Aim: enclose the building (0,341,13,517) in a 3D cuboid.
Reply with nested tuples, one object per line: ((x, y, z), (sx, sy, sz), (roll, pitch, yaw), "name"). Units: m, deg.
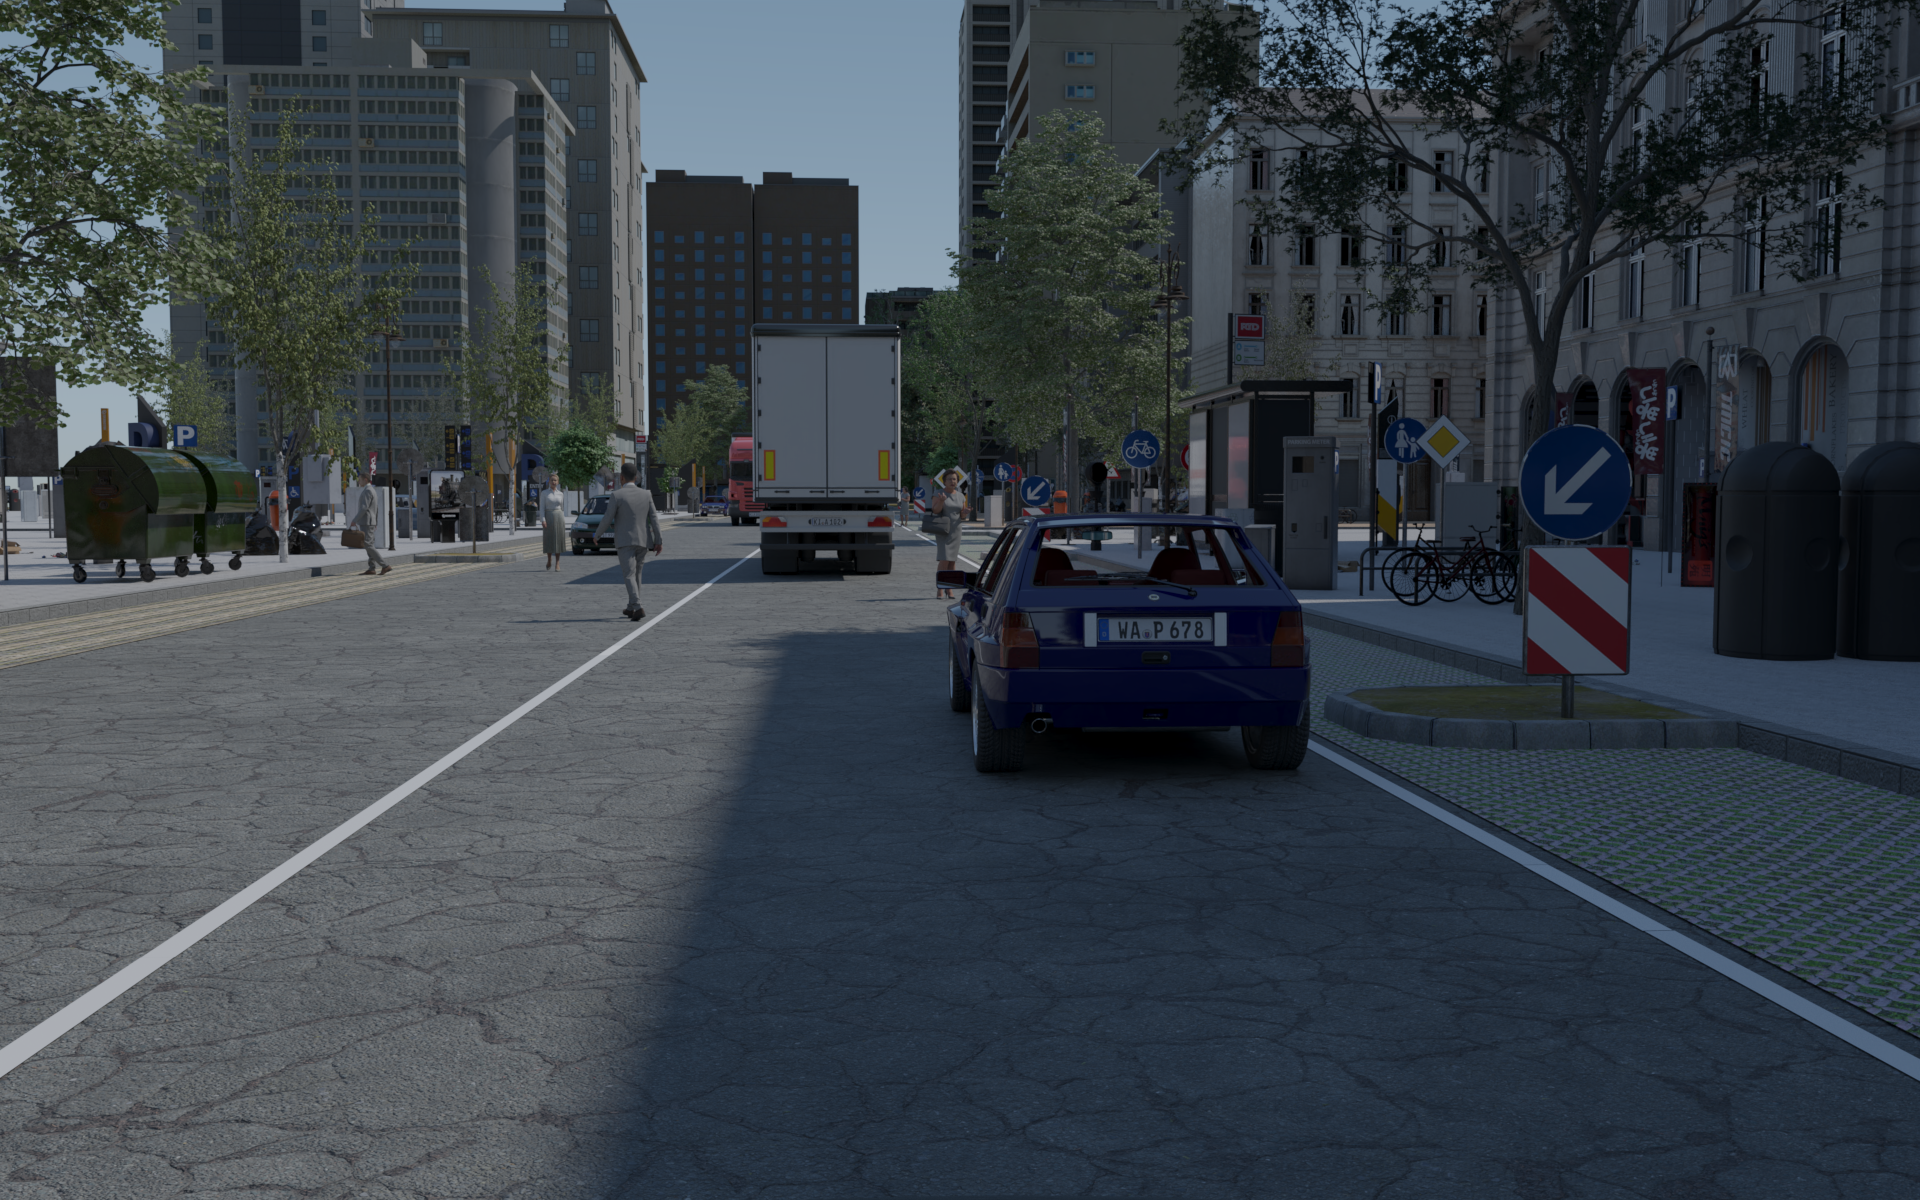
((-35.261, -12.494, 40.428), (21.152, 22.565, 11.583), (0, 4, -4), "building")

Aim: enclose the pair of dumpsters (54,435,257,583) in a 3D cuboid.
((-12.430, -1.497, 26.962), (1.574, 2.255, 4.437), (0, 4, -4), "pair of dumpsters")

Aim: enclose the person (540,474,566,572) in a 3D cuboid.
((-7.577, -1.434, 32.178), (0.478, 1.798, 0.641), (-1, 4, -19), "person")

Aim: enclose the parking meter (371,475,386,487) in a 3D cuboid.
((-17.431, -2.832, 52.018), (0.399, 1.863, 0.255), (-3, 4, -38), "parking meter")

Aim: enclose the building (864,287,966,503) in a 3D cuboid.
((-6.466, -28.952, 245.067), (14.107, 30.474, 14.160), (0, 4, -4), "building")

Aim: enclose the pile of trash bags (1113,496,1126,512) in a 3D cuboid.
((8.146, -5.501, 99.688), (1.912, 1.369, 3.447), (-2, 4, -30), "pile of trash bags")

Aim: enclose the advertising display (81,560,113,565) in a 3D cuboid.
((-15.721, -1.621, 31.725), (0.123, 1.923, 0.974), (1, 4, 21), "advertising display")

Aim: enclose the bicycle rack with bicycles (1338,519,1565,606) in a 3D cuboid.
((6.219, -0.462, 20.939), (2.925, 0.926, 2.852), (0, 4, -6), "bicycle rack with bicycles")

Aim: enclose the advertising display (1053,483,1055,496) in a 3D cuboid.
((4.955, -5.709, 98.559), (0.974, 1.923, 0.123), (-2, 4, -32), "advertising display")

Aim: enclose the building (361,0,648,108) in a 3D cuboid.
((-49.513, -36.757, 190.217), (27.495, 52.752, 28.713), (0, 4, -4), "building")

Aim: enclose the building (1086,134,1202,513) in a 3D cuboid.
((17.042, -17.777, 109.728), (14.314, 24.678, 30.058), (0, 4, -4), "building")

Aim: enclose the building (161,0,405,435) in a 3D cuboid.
((-73.816, -46.132, 192.516), (20.611, 71.187, 20.563), (0, 4, -4), "building")

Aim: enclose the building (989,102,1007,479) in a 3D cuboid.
((15.802, -35.140, 194.155), (23.786, 49.044, 30.456), (0, 4, -4), "building")

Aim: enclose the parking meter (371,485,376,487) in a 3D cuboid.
((-15.642, -2.288, 45.823), (0.372, 1.533, 0.369), (0, 3, 0), "parking meter")

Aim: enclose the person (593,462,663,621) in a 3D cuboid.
((-3.755, -0.671, 19.753), (0.678, 1.792, 0.850), (-2, 4, -35), "person")

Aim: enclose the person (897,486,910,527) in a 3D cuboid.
((-2.554, -4.115, 76.139), (0.532, 1.782, 0.716), (-3, 5, -42), "person")

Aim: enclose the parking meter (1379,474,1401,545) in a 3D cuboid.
((10.791, -2.299, 43.306), (0.399, 1.863, 0.255), (0, 4, -5), "parking meter")

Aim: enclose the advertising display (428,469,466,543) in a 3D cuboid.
((-13.434, -2.457, 45.381), (0.974, 1.923, 0.123), (-3, 5, -39), "advertising display")

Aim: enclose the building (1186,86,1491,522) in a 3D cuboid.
((21.006, -14.421, 84.930), (18.267, 20.994, 9.793), (0, 4, -4), "building")

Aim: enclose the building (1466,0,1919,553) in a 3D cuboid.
((21.444, -11.957, 37.303), (13.314, 21.916, 24.055), (0, 4, -4), "building")

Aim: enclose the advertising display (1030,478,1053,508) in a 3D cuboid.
((3.246, -3.959, 69.936), (0.974, 1.923, 0.123), (3, 5, 41), "advertising display")

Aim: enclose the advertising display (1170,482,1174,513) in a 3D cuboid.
((11.367, -5.383, 93.232), (0.123, 1.923, 0.974), (2, 4, 30), "advertising display")

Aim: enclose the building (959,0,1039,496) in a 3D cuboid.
((10.643, -49.555, 248.474), (20.611, 71.187, 20.563), (0, 4, -4), "building")

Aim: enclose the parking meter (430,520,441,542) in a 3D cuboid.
((-13.996, -2.487, 46.368), (0.399, 1.863, 0.255), (3, 4, 38), "parking meter")

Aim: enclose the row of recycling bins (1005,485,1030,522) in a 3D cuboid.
((2.820, -4.440, 79.713), (1.069, 1.692, 3.534), (-1, 4, -10), "row of recycling bins")

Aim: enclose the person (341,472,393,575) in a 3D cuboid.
((-10.421, -1.334, 30.432), (0.853, 1.813, 0.709), (-1, 4, -14), "person")

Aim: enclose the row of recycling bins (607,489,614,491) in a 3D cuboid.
((-26.037, -7.514, 129.969), (3.534, 1.692, 1.069), (3, 4, 36), "row of recycling bins")

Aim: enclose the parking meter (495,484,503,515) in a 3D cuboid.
((-26.891, -5.826, 100.965), (0.399, 1.863, 0.255), (-3, 5, -41), "parking meter")

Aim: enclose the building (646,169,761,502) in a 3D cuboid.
((-35.752, -36.206, 242.085), (14.200, 45.320, 14.600), (0, 4, -4), "building")

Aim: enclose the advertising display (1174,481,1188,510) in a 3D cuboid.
((11.277, -5.009, 87.108), (0.123, 1.923, 0.974), (-3, 5, -40), "advertising display")

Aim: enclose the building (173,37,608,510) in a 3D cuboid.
((-47.847, -28.142, 152.008), (32.217, 40.220, 23.993), (0, 4, -4), "building")

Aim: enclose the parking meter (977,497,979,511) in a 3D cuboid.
((1.290, -7.571, 129.496), (0.399, 1.863, 0.255), (-1, 4, -18), "parking meter")

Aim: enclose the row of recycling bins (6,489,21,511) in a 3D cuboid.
((-71.151, -7.481, 129.430), (1.069, 1.692, 3.534), (3, 5, 41), "row of recycling bins")

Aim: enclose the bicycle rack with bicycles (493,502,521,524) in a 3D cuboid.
((-20.632, -3.808, 75.645), (2.925, 0.926, 2.852), (-2, 4, -31), "bicycle rack with bicycles")

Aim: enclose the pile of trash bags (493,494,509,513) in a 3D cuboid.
((-32.397, -6.832, 121.459), (1.912, 1.369, 3.447), (-3, 4, -37), "pile of trash bags")

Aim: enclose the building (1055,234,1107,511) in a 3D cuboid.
((13.349, -18.694, 134.524), (11.050, 23.489, 19.941), (0, 4, -4), "building")

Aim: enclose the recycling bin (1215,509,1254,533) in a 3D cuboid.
((4.824, -1.063, 29.937), (0.722, 1.027, 0.722), (0, 4, -3), "recycling bin")

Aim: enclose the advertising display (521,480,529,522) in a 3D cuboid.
((-19.908, -4.534, 79.348), (0.123, 1.923, 0.974), (-2, 4, -28), "advertising display")

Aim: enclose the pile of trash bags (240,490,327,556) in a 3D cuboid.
((-14.826, -1.705, 37.635), (1.912, 1.369, 3.447), (-1, 4, -22), "pile of trash bags")

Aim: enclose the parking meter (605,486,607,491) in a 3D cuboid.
((-22.100, -6.228, 107.543), (0.399, 1.863, 0.255), (3, 5, 40), "parking meter")

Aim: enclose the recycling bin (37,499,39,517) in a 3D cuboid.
((-51.939, -5.147, 96.704), (0.722, 1.027, 0.722), (-3, 5, -40), "recycling bin")

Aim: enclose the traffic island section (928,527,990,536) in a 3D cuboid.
((-0.075, -2.334, 60.443), (2.009, 0.180, 2.903), (0, 4, -4), "traffic island section")

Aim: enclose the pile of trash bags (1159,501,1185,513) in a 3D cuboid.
((7.614, -2.684, 53.640), (3.447, 1.369, 1.912), (-2, 4, -35), "pile of trash bags")

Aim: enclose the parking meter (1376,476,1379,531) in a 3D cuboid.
((13.850, -3.159, 57.368), (0.399, 1.863, 0.255), (-2, 4, -29), "parking meter")

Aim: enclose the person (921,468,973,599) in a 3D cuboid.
((-0.186, -0.901, 23.587), (0.716, 1.782, 0.532), (-2, 4, -29), "person")

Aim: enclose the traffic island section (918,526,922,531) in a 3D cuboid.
((-0.618, -2.821, 68.409), (2.009, 0.180, 2.903), (0, 4, -4), "traffic island section")

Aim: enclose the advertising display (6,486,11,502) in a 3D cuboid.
((-73.006, -7.766, 132.193), (0.974, 1.923, 0.123), (-2, 4, -34), "advertising display")

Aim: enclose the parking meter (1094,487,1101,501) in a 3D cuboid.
((9.037, -6.602, 113.658), (0.399, 1.863, 0.255), (2, 4, 29), "parking meter")

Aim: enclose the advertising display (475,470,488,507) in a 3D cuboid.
((-12.928, -2.545, 46.825), (0.123, 1.923, 0.974), (0, 4, -2), "advertising display")

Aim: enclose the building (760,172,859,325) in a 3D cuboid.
((-21.356, -36.311, 243.798), (14.200, 45.320, 14.600), (0, 4, -4), "building")

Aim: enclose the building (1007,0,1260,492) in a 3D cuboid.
((16.188, -33.300, 168.157), (21.300, 48.544, 21.600), (0, 4, -4), "building")

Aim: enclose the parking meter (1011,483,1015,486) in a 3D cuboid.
((2.856, -5.280, 92.045), (0.255, 1.863, 0.399), (0, 4, 0), "parking meter")

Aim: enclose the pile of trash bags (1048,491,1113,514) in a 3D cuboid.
((3.090, -2.404, 49.063), (1.912, 1.369, 3.447), (1, 4, 12), "pile of trash bags")

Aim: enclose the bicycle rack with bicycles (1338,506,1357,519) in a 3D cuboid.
((15.767, -3.763, 74.912), (2.925, 0.926, 2.852), (1, 4, 9), "bicycle rack with bicycles")

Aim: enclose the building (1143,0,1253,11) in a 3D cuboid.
((31.487, -49.648, 249.989), (20.611, 71.187, 20.563), (0, 4, -4), "building")
